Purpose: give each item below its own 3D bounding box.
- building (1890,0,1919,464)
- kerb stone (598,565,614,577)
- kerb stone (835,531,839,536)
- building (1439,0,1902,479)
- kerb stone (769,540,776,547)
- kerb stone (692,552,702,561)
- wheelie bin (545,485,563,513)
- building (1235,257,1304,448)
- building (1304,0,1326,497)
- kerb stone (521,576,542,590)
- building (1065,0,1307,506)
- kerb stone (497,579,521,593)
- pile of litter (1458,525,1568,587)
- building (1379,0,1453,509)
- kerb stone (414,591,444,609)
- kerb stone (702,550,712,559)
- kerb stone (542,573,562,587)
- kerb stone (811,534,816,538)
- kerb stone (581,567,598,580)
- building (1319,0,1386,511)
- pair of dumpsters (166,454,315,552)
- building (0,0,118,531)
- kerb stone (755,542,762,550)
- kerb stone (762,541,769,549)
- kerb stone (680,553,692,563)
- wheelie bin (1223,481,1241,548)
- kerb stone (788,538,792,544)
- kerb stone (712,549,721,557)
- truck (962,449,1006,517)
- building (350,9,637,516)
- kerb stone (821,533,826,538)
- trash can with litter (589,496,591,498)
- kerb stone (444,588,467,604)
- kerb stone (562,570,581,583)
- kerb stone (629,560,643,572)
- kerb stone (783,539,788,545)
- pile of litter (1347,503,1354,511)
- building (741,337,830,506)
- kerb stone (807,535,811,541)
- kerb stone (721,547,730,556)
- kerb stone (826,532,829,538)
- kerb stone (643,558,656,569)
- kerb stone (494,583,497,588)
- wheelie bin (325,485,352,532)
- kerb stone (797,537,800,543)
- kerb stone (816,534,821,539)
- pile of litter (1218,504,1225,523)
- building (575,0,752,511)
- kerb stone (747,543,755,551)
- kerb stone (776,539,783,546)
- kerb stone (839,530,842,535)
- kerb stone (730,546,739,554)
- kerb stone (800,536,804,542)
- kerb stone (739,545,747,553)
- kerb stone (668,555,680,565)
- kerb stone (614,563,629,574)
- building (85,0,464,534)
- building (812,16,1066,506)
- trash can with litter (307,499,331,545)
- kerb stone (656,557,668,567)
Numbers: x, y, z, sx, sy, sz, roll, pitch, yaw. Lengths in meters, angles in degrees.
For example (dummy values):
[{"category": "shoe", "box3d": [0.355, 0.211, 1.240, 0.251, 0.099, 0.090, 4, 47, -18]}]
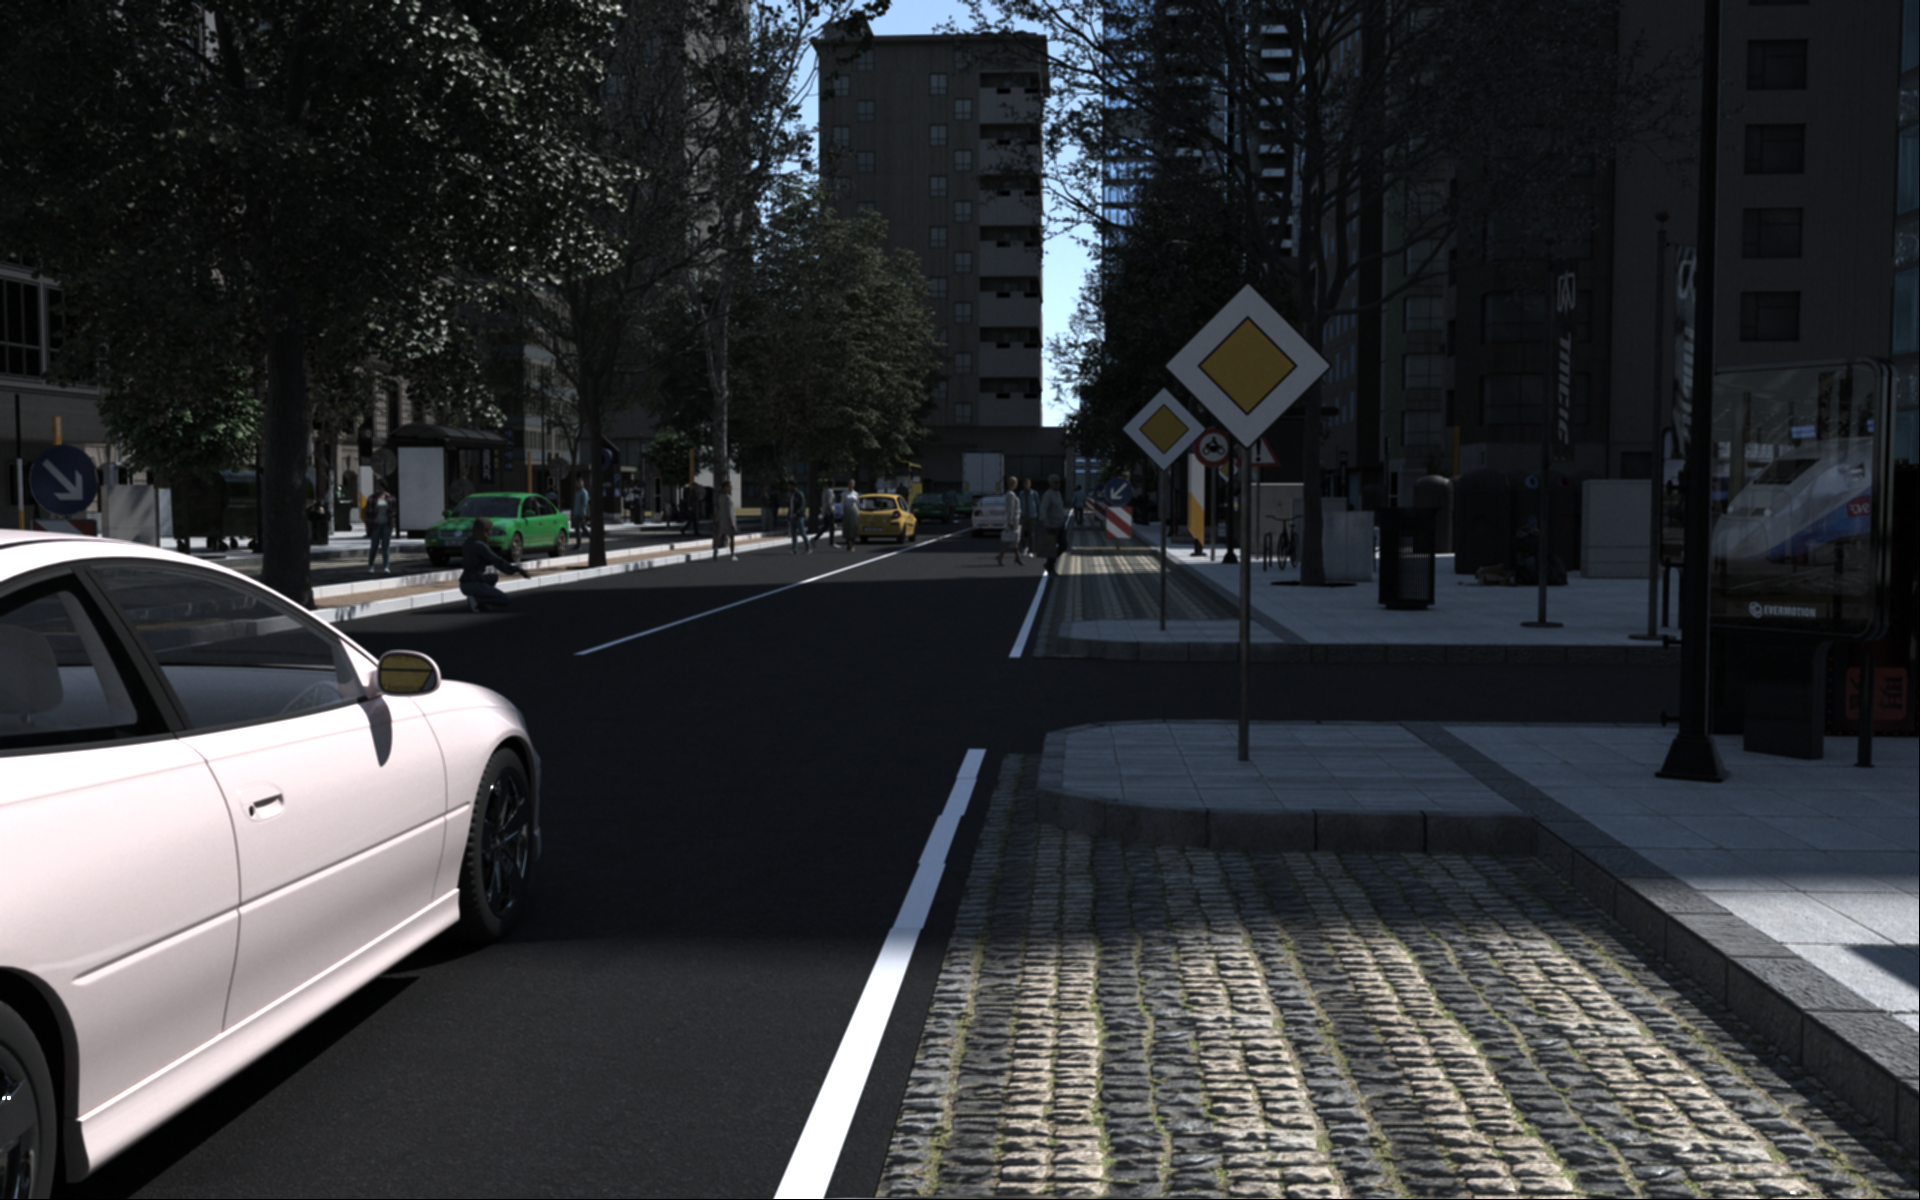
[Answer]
[{"category": "building", "box3d": [66.832, -31.823, 139.915, 30.456, 49.044, 23.786, 0, 4, 4]}, {"category": "kerb stone", "box3d": [-6.289, -0.493, 30.257, 0.120, 0.150, 1.000, 0, 4, 4]}, {"category": "kerb stone", "box3d": [-4.341, -2.237, 58.895, 0.120, 0.150, 1.000, 0, 4, 4]}, {"category": "building", "box3d": [23.779, -17.588, 59.264, 14.160, 30.474, 14.107, 0, 4, 4]}, {"category": "kerb stone", "box3d": [-5.169, -1.489, 46.611, 0.120, 0.150, 1.000, 0, 4, 4]}, {"category": "kerb stone", "box3d": [-5.801, -0.931, 37.412, 0.120, 0.150, 1.000, 0, 4, 4]}, {"category": "wheelie bin", "box3d": [-14.996, -3.413, 63.715, 0.693, 1.594, 0.980, -2, 4, -27]}, {"category": "building", "box3d": [37.464, -18.032, 139.857, 27.650, 21.520, 28.899, 0, 4, 4]}, {"category": "building", "box3d": [32.323, -41.326, 113.925, 20.563, 71.187, 20.611, 0, 4, 4]}, {"category": "kerb stone", "box3d": [-6.568, -0.240, 26.162, 0.120, 0.150, 1.000, 0, 4, 4]}, {"category": "building", "box3d": [27.548, -53.873, 193.498, 31.000, 86.520, 22.319, 0, 4, 4]}, {"category": "kerb stone", "box3d": [-6.633, -0.179, 25.140, 0.120, 0.150, 1.000, 0, 4, 4]}, {"category": "pile of litter", "box3d": [7.835, -0.644, 24.487, 1.719, 0.858, 1.176, 0, 4, -3]}, {"category": "building", "box3d": [27.274, -24.387, 82.327, 14.154, 41.232, 14.086, 0, 4, 4]}, {"category": "kerb stone", "box3d": [-6.846, 0.008, 22.071, 0.120, 0.150, 1.000, 0, 4, 4]}, {"category": "kerb stone", "box3d": [-5.726, -0.993, 38.437, 0.120, 0.150, 1.000, 0, 4, 4]}, {"category": "kerb stone", "box3d": [-6.495, -0.305, 27.181, 0.120, 0.150, 1.000, 0, 4, 4]}, {"category": "kerb stone", "box3d": [-4.681, -1.932, 53.775, 0.120, 0.150, 1.000, 0, 4, 4]}, {"category": "kerb stone", "box3d": [-6.354, -0.430, 29.232, 0.120, 0.150, 1.000, 0, 4, 4]}, {"category": "building", "box3d": [28.247, -27.312, 96.666, 14.600, 45.320, 14.200, 0, 4, 4]}, {"category": "pair of dumpsters", "box3d": [-16.622, -2.300, 40.103, 1.574, 2.255, 4.437, 0, 4, 4]}, {"category": "building", "box3d": [-33.206, -15.146, 41.148, 14.314, 27.812, 24.014, 0, 4, 4]}, {"category": "kerb stone", "box3d": [-5.315, -1.367, 44.570, 0.120, 0.150, 1.000, 0, 4, 4]}, {"category": "kerb stone", "box3d": [-5.236, -1.431, 45.590, 0.120, 0.150, 1.000, 0, 4, 4]}, {"category": "kerb stone", "box3d": [-5.864, -0.868, 36.391, 0.120, 0.150, 1.000, 0, 4, 4]}, {"category": "wheelie bin", "box3d": [6.655, -2.044, 41.329, 0.693, 1.594, 0.980, 0, 4, 2]}, {"category": "kerb stone", "box3d": [-4.963, -1.676, 49.671, 0.120, 0.150, 1.000, 0, 4, 4]}, {"category": "kerb stone", "box3d": [-5.658, -1.056, 39.459, 0.120, 0.150, 1.000, 0, 4, 4]}, {"category": "truck", "box3d": [1.591, -7.631, 113.686, 2.839, 4.237, 11.283, 0, 4, 2]}, {"category": "building", "box3d": [-37.182, -25.321, 105.887, 32.217, 40.220, 23.993, 0, 4, 4]}, {"category": "kerb stone", "box3d": [-4.548, -2.055, 55.816, 0.120, 0.150, 1.000, 0, 4, 4]}, {"category": "trash can with litter", "box3d": [-19.689, -4.926, 91.600, 1.678, 1.210, 2.233, 1, 4, 14]}, {"category": "kerb stone", "box3d": [-6.774, -0.055, 23.096, 0.120, 0.150, 1.000, 0, 4, 4]}, {"category": "kerb stone", "box3d": [-6.424, -0.368, 28.204, 0.120, 0.150, 1.000, 0, 4, 4]}, {"category": "kerb stone", "box3d": [-6.149, -0.618, 32.300, 0.120, 0.150, 1.000, 0, 4, 4]}, {"category": "kerb stone", "box3d": [-5.033, -1.614, 48.651, 0.120, 0.150, 1.000, 0, 4, 4]}, {"category": "pile of litter", "box3d": [18.986, -4.376, 85.512, 1.719, 0.858, 1.176, -3, 5, -42]}, {"category": "building", "box3d": [-29.555, -21.859, 202.431, 28.899, 21.520, 27.650, 0, 4, 4]}, {"category": "kerb stone", "box3d": [-4.754, -1.869, 52.756, 0.120, 0.150, 1.000, 0, 4, 4]}, {"category": "kerb stone", "box3d": [-5.594, -1.114, 40.479, 0.120, 0.150, 1.000, 0, 4, 4]}, {"category": "kerb stone", "box3d": [-4.472, -2.115, 56.843, 0.120, 0.150, 1.000, 0, 4, 4]}, {"category": "kerb stone", "box3d": [-6.080, -0.680, 33.320, 0.120, 0.150, 1.000, 0, 4, 4]}, {"category": "kerb stone", "box3d": [-6.712, -0.116, 24.116, 0.120, 0.150, 1.000, 0, 4, 4]}, {"category": "wheelie bin", "box3d": [-21.337, -3.148, 59.381, 0.693, 1.594, 0.980, 2, 4, 29]}, {"category": "kerb stone", "box3d": [-4.889, -1.743, 50.700, 0.120, 0.150, 1.000, 0, 4, 4]}, {"category": "kerb stone", "box3d": [-4.615, -1.994, 54.796, 0.120, 0.150, 1.000, 0, 4, 4]}, {"category": "pile of litter", "box3d": [11.538, -3.819, 76.404, 1.719, 0.858, 1.176, 1, 4, 16]}, {"category": "building", "box3d": [-32.664, -33.932, 144.029, 27.495, 52.752, 28.713, 0, 4, 4]}, {"category": "kerb stone", "box3d": [-5.384, -1.304, 43.551, 0.120, 0.150, 1.000, 0, 4, 4]}, {"category": "kerb stone", "box3d": [-5.094, -1.556, 47.630, 0.120, 0.150, 1.000, 0, 4, 4]}, {"category": "kerb stone", "box3d": [-4.257, -2.306, 59.930, 0.120, 0.150, 1.000, 0, 4, 4]}, {"category": "kerb stone", "box3d": [-5.519, -1.181, 41.500, 0.120, 0.150, 1.000, 0, 4, 4]}, {"category": "kerb stone", "box3d": [-4.823, -1.802, 51.736, 0.120, 0.150, 1.000, 0, 4, 4]}, {"category": "kerb stone", "box3d": [-5.443, -1.244, 42.527, 0.120, 0.150, 1.000, 0, 4, 4]}, {"category": "kerb stone", "box3d": [-5.938, -0.806, 35.368, 0.120, 0.150, 1.000, 0, 4, 4]}, {"category": "kerb stone", "box3d": [-6.217, -0.555, 31.277, 0.120, 0.150, 1.000, 0, 4, 4]}, {"category": "building", "box3d": [-31.620, -15.378, 70.517, 14.460, 24.649, 34.723, 0, 4, 4]}, {"category": "building", "box3d": [-1.398, -37.352, 199.935, 27.495, 52.752, 28.713, 0, 4, 4]}, {"category": "trash can with litter", "box3d": [-16.292, -1.952, 43.298, 1.055, 1.170, 0.624, 0, 4, 5]}, {"category": "kerb stone", "box3d": [-6.013, -0.743, 34.340, 0.120, 0.150, 1.000, 0, 4, 4]}]
